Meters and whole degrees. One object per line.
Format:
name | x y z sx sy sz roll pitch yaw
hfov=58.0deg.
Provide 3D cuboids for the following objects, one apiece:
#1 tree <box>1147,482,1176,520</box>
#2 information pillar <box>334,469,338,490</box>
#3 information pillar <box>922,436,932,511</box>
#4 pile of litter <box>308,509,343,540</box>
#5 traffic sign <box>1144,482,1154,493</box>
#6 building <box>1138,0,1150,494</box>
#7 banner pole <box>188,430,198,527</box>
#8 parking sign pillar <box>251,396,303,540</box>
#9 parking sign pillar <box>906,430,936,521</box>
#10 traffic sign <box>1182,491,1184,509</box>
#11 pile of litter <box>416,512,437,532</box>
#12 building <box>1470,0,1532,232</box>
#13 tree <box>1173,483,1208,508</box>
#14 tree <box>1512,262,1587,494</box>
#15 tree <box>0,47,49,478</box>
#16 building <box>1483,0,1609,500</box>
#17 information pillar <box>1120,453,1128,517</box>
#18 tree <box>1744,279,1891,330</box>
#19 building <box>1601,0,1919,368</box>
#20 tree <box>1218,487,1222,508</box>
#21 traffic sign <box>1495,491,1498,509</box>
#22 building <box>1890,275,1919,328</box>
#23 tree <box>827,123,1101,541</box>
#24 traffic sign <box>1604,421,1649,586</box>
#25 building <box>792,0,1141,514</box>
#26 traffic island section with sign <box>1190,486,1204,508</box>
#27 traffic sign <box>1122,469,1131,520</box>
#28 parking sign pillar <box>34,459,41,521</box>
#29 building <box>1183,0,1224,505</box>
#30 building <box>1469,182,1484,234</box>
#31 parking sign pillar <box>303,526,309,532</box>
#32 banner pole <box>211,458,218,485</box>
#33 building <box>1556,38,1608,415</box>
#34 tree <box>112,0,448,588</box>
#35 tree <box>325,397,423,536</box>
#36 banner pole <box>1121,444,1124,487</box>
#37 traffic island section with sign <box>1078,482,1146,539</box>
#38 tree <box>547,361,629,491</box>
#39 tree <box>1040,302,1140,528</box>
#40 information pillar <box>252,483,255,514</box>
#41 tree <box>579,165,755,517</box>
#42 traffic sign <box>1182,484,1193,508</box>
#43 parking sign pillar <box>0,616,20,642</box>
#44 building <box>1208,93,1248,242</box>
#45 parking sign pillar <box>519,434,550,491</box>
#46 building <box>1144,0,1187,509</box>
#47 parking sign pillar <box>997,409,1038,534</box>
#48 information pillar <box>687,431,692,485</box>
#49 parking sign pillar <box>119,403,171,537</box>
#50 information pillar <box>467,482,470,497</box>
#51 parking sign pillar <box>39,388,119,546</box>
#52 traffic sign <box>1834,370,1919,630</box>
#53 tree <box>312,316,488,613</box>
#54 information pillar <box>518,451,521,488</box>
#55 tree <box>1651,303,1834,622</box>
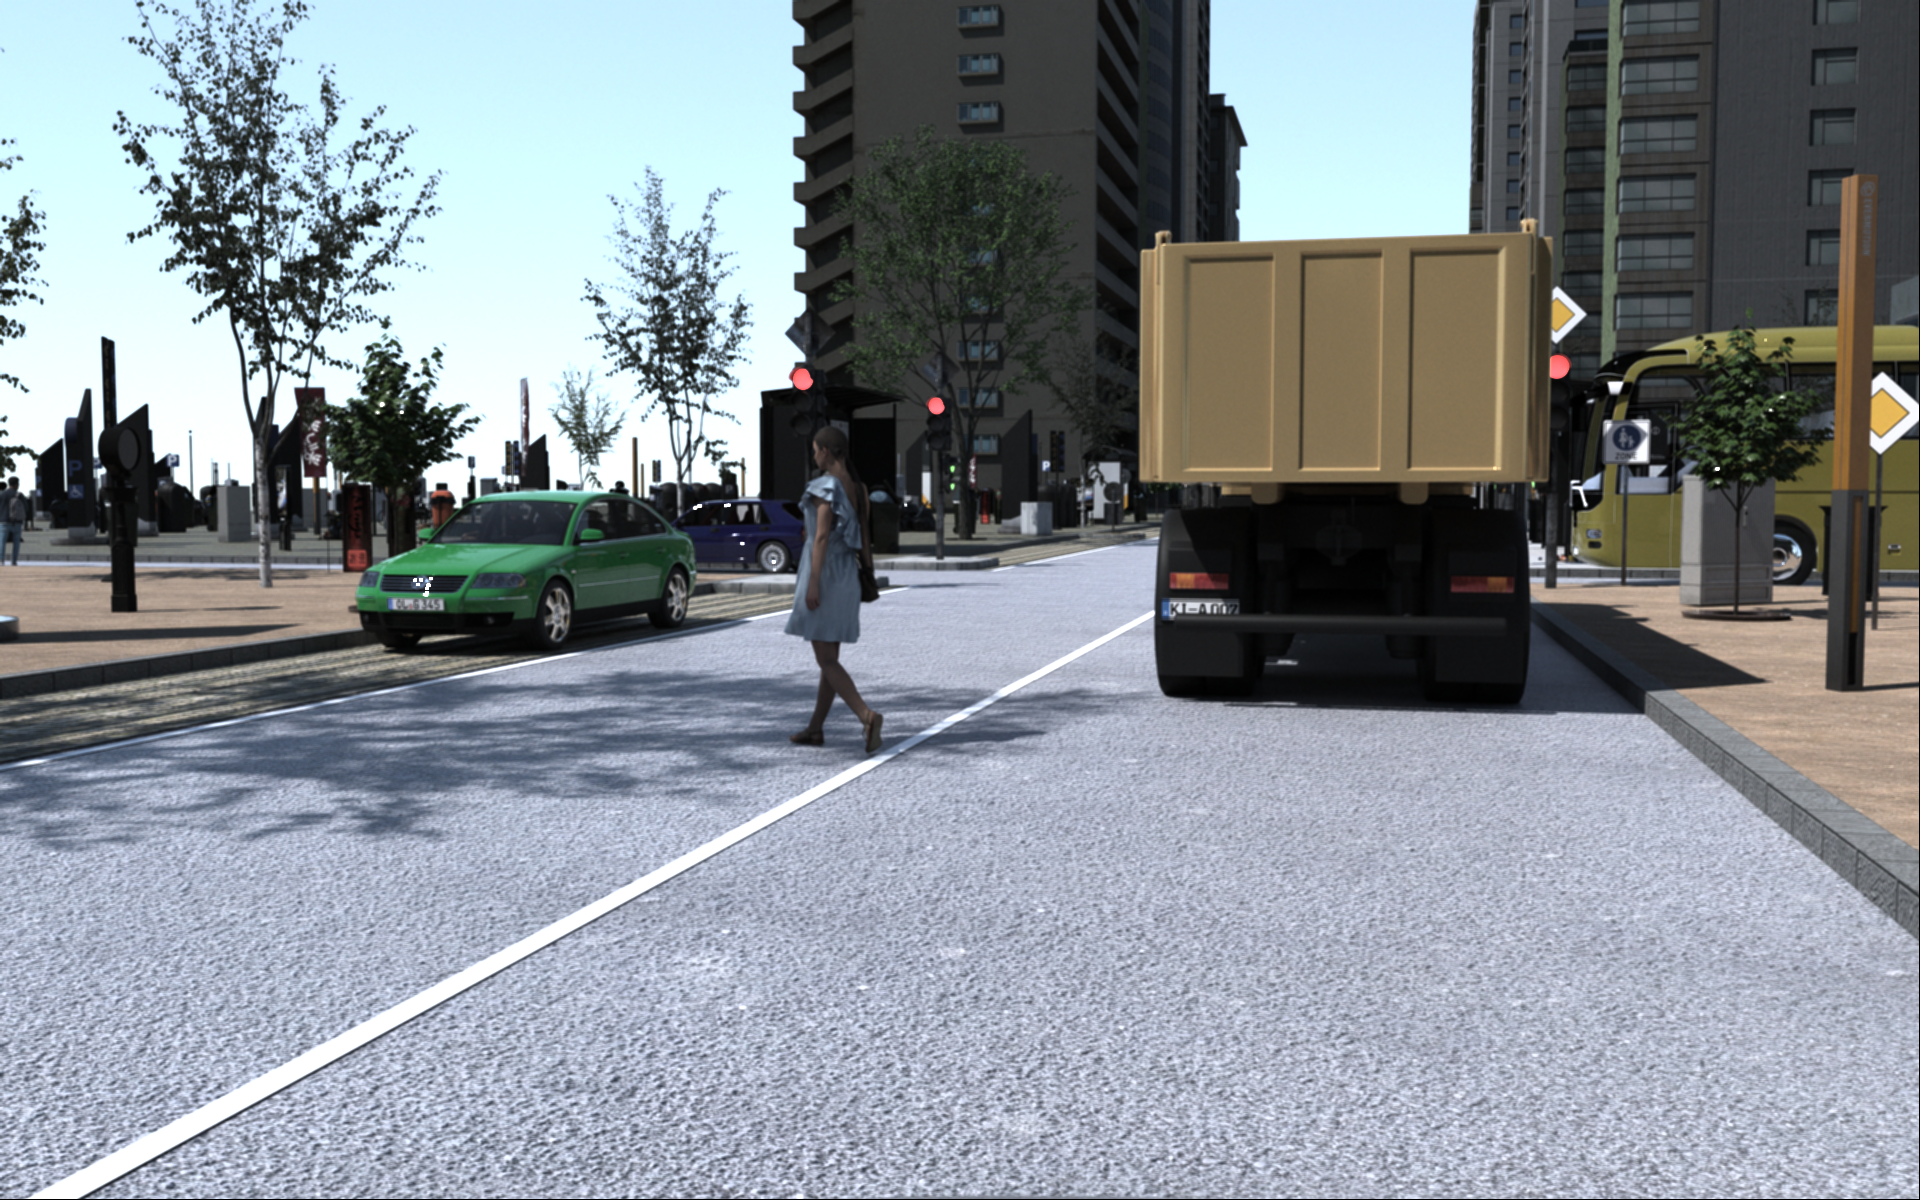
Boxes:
tree | 9.889 -5.676 87.401 1.663 3.219 1.824 0 3 0
information pillar | -37.241 -6.850 103.347 0.183 3.616 0.504 0 4 -5
information pillar | -1.245 -4.559 65.894 0.183 3.616 0.504 -3 5 -41
pile of litter | -17.383 -2.111 48.479 1.719 0.858 1.176 2 4 25
traffic sign | 8.840 -5.057 82.688 0.884 2.594 0.081 1 4 22
building | 7.256 -27.878 139.407 14.154 41.232 14.086 1 4 14
banner pole | -30.129 -4.766 67.945 0.401 3.779 0.863 -1 4 -20
parking sign pillar | -19.431 -3.671 48.494 1.447 3.967 1.447 -2 4 -33
parking sign pillar | -1.731 -5.209 73.636 1.447 3.967 1.447 -3 5 -41
traffic sign | 13.342 -6.337 103.715 0.768 2.556 0.104 1 4 20
pile of litter | -18.133 -2.779 59.398 1.176 0.858 1.719 2 4 24
building | 80.423 -49.258 243.612 20.563 71.187 20.611 1 4 14
tree | 12.898 -7.025 98.579 4.285 4.588 4.351 0 3 0
tree | 16.647 -6.221 52.073 4.360 8.622 3.978 0 3 0
tree | -15.554 -4.617 25.848 4.737 8.622 4.395 0 3 0
building | 72.719 -40.544 204.888 21.231 58.520 28.212 1 4 14
information pillar | 9.342 -6.576 98.880 0.504 3.616 0.183 1 4 18
tree | 28.648 -6.646 59.026 4.360 8.622 3.978 0 3 0
building | 37.123 -24.245 79.997 14.154 41.232 14.086 1 4 14
tree | 17.321 -10.158 116.452 4.737 8.622 4.395 0 3 0
traffic sign | 12.402 -2.449 40.039 0.884 2.594 0.081 2 4 23
building | 40.065 -44.378 38.248 31.000 86.520 22.319 1 4 14
tree | 0.142 -7.484 48.116 9.928 11.665 9.643 0 3 0
traffic sign | 9.235 -1.340 24.045 0.606 2.300 0.079 1 4 23
building | 0.581 -30.430 121.226 21.300 48.544 21.600 1 4 14
traffic island section with sign | 11.271 -4.501 82.226 1.989 1.847 2.006 1 4 14
traffic sign | 8.146 -5.278 86.393 0.768 2.556 0.104 1 4 19
parking sign pillar | -43.295 -5.745 82.402 1.447 3.967 1.447 1 4 21
building | 21.690 -47.216 210.230 20.563 71.187 20.611 1 4 14
building | 73.711 -33.256 227.337 14.154 41.232 14.086 1 4 14
parking sign pillar | -22.856 -4.288 58.585 1.447 3.967 1.447 1 4 14
banner pole | -52.076 -8.013 121.026 0.863 3.779 0.401 2 4 30
building | 45.913 -20.844 112.498 14.160 30.474 14.107 1 4 14
tree | -9.372 -4.466 23.376 4.360 8.622 3.978 0 3 0
tree | -17.864 -4.235 52.962 4.285 4.588 4.351 0 3 0
banner pole | 8.185 -5.971 87.648 0.401 3.779 0.863 0 4 -2
traffic island section with sign | 4.957 -2.898 56.018 1.989 1.847 2.006 1 4 14
tree | -20.932 -8.958 96.827 4.737 8.622 4.395 0 3 0
tree | 4.929 -7.067 65.908 4.360 8.622 3.978 0 3 0
information pillar | -46.338 -6.687 113.829 0.304 2.012 0.304 0 4 -6
tree | -6.336 -5.411 38.839 4.360 8.622 3.978 0 3 0
traffic sign | 12.147 -5.532 92.580 0.606 2.300 0.079 1 4 20
parking sign pillar | -9.010 -1.620 14.963 1.447 3.967 1.447 -2 4 -25
building | 23.487 -39.500 235.055 28.713 52.752 27.495 1 4 14
parking sign pillar | -19.088 -5.460 77.735 1.447 3.967 1.447 1 4 16
building | 8.890 -37.853 160.893 21.231 58.520 28.212 1 4 14
parking sign pillar | 1.924 -4.118 55.797 1.447 3.967 1.447 -3 5 -41
information pillar | -9.982 -4.433 63.836 0.183 3.616 0.504 -1 4 -19
parking sign pillar | -24.801 -3.872 51.785 1.447 3.967 1.447 0 4 4
information pillar | -29.484 -6.114 104.460 0.304 2.012 0.304 2 4 34
parking sign pillar | -22.138 -3.370 43.572 1.447 3.967 1.447 -1 4 -17
traffic sign | 8.629 -0.923 16.280 0.795 2.450 0.064 1 4 21
tree | -6.321 -1.493 19.014 1.663 3.219 1.824 0 3 0
information pillar | -23.482 -6.216 92.983 0.504 3.616 0.183 0 4 8
tree | 7.994 -1.412 17.690 1.663 3.219 1.824 0 3 0
